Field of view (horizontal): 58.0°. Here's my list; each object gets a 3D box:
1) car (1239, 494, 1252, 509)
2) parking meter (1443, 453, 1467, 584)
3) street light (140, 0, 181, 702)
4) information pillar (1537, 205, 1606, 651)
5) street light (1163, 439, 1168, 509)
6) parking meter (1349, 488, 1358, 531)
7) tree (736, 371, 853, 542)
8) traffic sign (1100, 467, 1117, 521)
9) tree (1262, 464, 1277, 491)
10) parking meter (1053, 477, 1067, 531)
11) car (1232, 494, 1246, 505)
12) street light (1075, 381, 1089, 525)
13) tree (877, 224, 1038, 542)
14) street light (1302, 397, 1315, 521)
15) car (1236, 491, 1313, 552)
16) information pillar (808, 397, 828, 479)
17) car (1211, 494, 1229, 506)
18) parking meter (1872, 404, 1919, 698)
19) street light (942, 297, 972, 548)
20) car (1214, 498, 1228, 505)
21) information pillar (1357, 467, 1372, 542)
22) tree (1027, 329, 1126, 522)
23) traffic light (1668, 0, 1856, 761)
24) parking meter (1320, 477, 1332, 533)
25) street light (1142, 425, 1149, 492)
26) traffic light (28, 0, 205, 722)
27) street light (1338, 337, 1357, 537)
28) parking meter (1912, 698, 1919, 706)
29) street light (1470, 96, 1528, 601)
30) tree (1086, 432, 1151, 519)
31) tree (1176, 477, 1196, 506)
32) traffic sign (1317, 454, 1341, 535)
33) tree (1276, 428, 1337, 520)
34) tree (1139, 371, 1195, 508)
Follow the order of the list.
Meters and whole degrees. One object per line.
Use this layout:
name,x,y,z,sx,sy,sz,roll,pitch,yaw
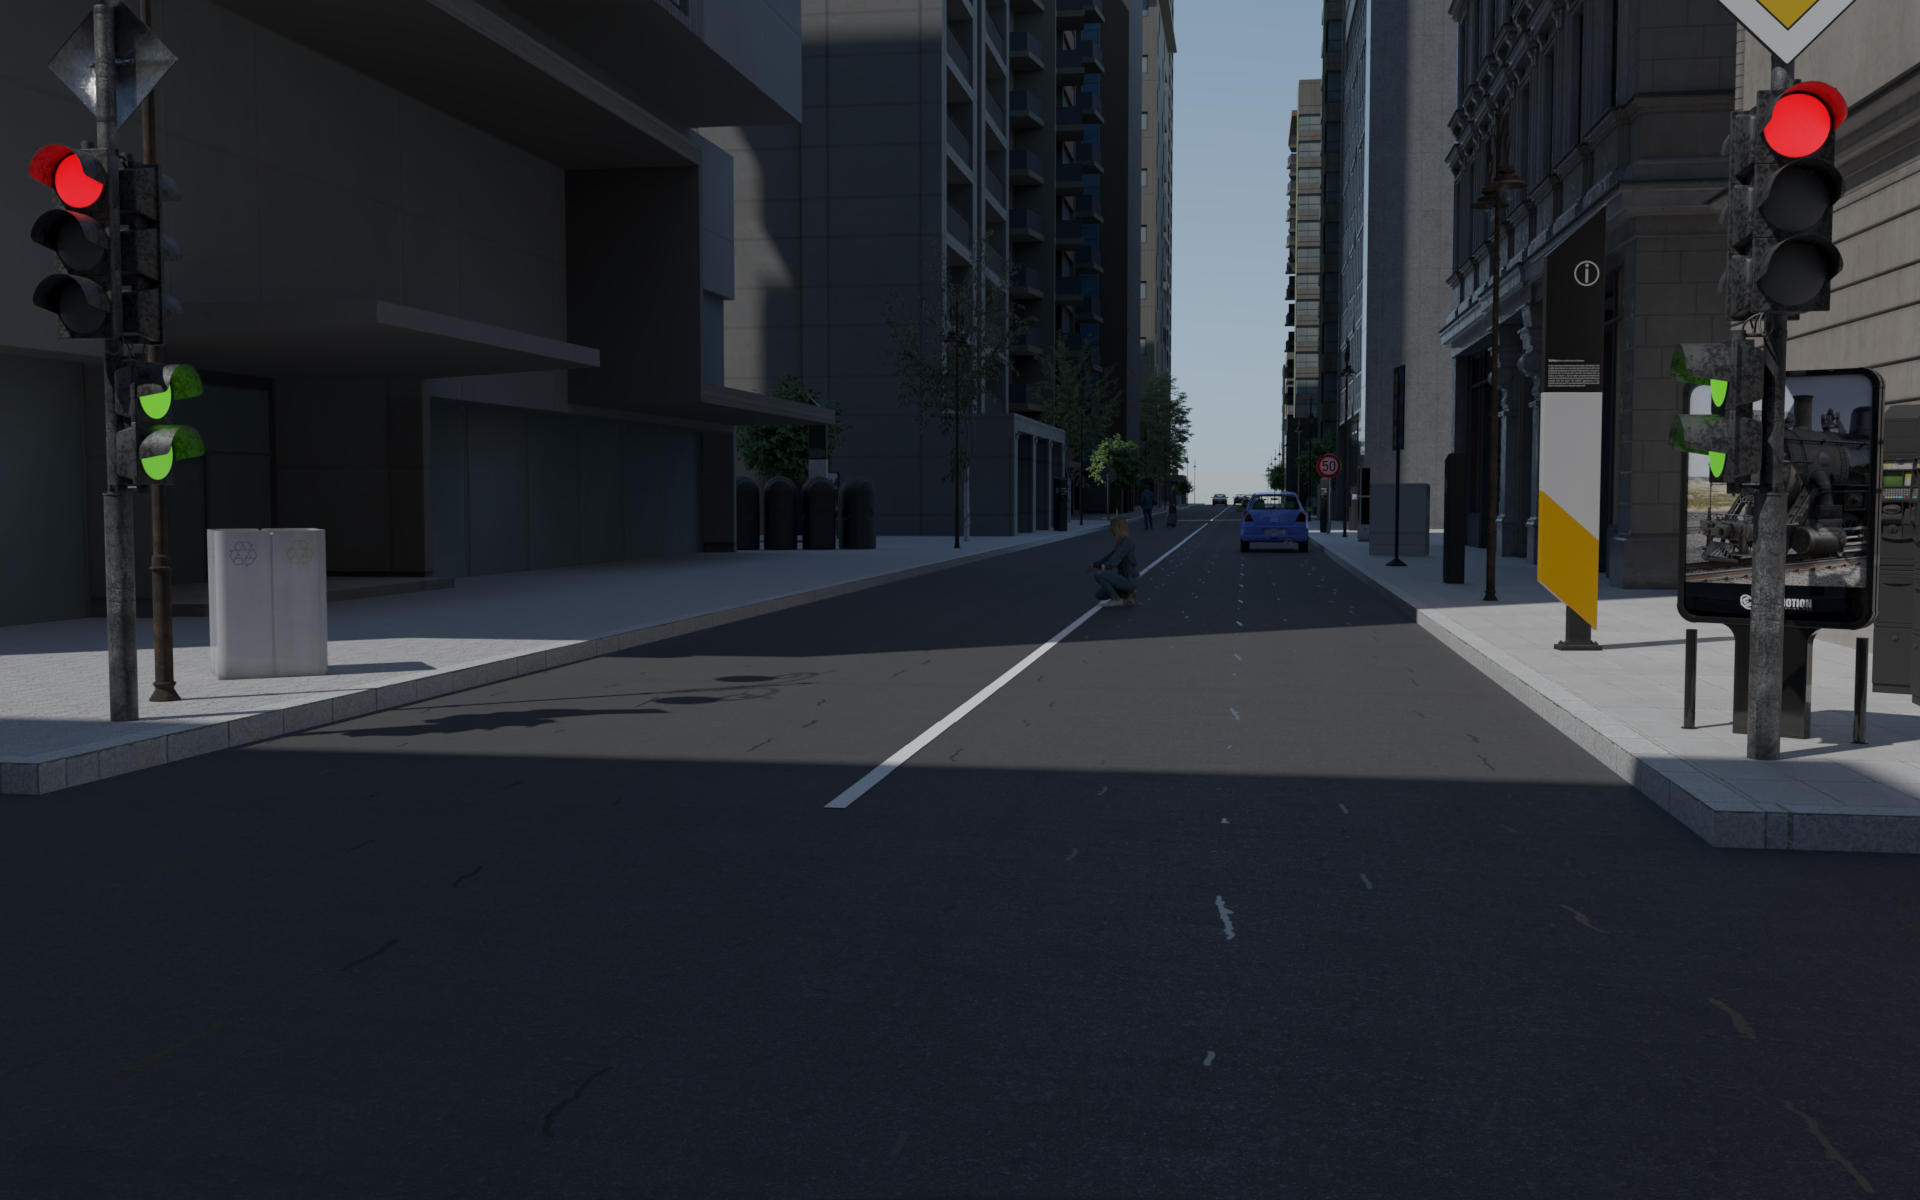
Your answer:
car,23.370,-7.726,138.125,2.131,1.459,4.920,1,4,9
parking meter,7.104,-1.172,24.877,0.255,1.863,0.399,0,4,6
street light,-4.939,-2.312,10.581,0.468,5.910,1.993,1,4,9
information pillar,5.002,-1.394,14.140,0.504,3.616,0.183,0,4,1
street light,17.279,-10.581,145.788,0.468,5.910,1.993,1,4,9
parking meter,13.825,-3.198,60.693,0.372,1.533,0.369,0,3,0
tree,-4.564,-3.832,46.374,4.285,4.588,4.351,0,3,0
traffic sign,6.944,-4.958,81.162,0.768,2.556,0.104,1,4,15
tree,30.441,-11.066,164.636,4.285,4.588,4.351,0,3,0
parking meter,3.489,-3.354,60.542,0.399,1.863,0.255,2,4,25
car,35.709,-12.747,220.203,2.131,1.459,4.920,1,4,10
street light,4.981,-6.002,70.913,0.468,5.910,1.993,1,4,9
tree,-0.057,-5.887,46.609,4.360,8.622,3.978,0,3,0
street light,16.458,-6.643,81.393,0.468,5.910,1.993,1,4,9
car,7.983,-2.104,43.993,1.945,1.707,3.694,1,4,10
information pillar,-3.422,-3.076,41.640,0.504,3.616,0.183,1,4,23
car,31.806,-12.418,212.070,2.155,1.783,4.494,1,4,9
parking meter,6.086,-0.335,11.182,0.255,1.863,0.399,3,4,38
street light,-0.069,-4.162,40.838,0.468,5.910,1.993,1,4,9
car,33.355,-12.849,221.871,2.131,1.459,4.920,1,4,9
information pillar,10.906,-2.583,46.727,0.304,2.012,0.304,0,4,1
tree,5.178,-7.809,78.040,4.737,8.622,4.395,0,3,0
traffic light,3.880,-1.185,8.292,0.839,4.253,0.868,1,4,9
parking meter,12.183,-3.180,57.706,0.255,1.863,0.399,2,4,35
street light,12.372,-8.739,115.672,0.468,5.910,1.993,1,4,9
traffic light,-4.718,-1.270,9.691,0.839,4.253,0.868,1,4,9
street light,11.439,-4.803,51.312,0.468,5.910,1.993,1,4,9
parking meter,5.959,-0.289,10.439,0.399,1.863,0.255,1,4,17
street light,6.384,-2.929,20.671,0.468,5.910,1.993,1,4,9
tree,8.327,-6.561,90.991,4.285,4.588,4.351,0,3,0
tree,24.959,-12.106,192.535,1.663,3.219,1.824,0,3,0
traffic sign,11.680,-3.350,54.879,0.768,2.556,0.104,1,4,15
tree,18.402,-6.278,86.360,4.285,4.588,4.351,0,3,0
tree,18.211,-14.796,160.046,7.486,12.596,7.792,0,3,0
